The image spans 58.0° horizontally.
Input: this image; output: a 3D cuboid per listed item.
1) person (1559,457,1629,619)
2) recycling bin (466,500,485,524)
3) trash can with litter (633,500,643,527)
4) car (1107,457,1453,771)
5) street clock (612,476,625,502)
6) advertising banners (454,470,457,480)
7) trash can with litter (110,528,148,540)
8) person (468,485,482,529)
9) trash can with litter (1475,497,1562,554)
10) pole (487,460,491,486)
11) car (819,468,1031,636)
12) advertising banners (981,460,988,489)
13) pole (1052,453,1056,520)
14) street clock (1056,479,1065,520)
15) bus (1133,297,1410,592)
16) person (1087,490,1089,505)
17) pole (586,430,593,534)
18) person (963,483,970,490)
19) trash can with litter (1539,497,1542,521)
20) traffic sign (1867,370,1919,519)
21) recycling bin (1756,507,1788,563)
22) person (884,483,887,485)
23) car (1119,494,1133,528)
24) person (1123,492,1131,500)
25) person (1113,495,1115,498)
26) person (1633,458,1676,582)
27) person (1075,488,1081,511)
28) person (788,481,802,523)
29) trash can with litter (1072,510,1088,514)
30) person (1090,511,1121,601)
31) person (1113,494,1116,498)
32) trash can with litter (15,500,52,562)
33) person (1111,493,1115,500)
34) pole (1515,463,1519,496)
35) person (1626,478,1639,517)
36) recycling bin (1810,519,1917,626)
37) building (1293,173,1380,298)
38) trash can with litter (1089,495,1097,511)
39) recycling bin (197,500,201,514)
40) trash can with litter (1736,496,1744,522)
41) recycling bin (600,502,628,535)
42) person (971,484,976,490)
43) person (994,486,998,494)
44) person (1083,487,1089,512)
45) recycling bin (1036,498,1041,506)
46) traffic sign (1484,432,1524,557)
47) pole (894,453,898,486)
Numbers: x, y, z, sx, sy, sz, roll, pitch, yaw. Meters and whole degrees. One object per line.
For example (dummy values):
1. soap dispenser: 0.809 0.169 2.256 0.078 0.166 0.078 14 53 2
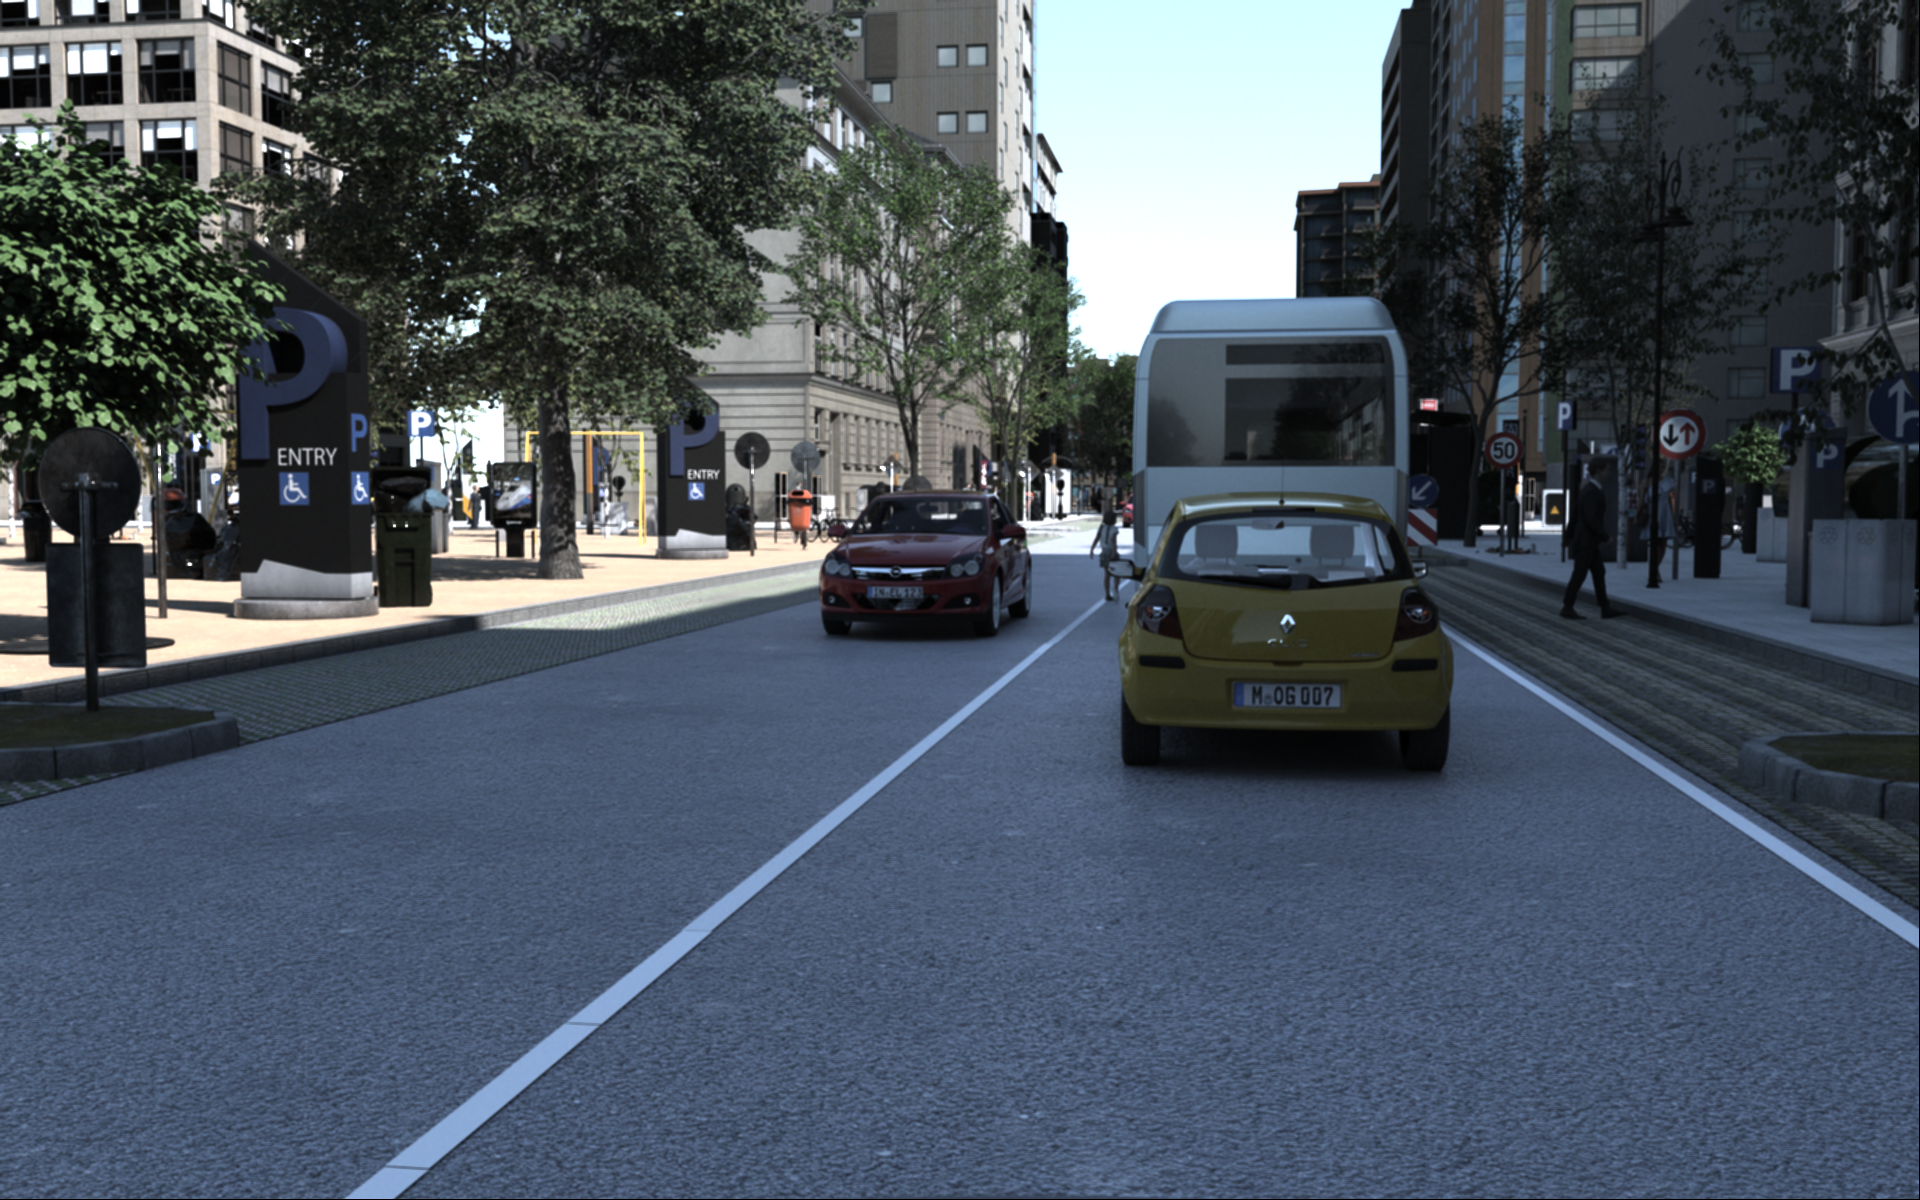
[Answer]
1. person: 7.233 -0.699 19.704 0.755 1.850 0.659 1 4 17
2. recycling bin: -20.796 -3.780 74.361 0.722 1.027 0.722 -1 4 -21
3. trash can with litter: -12.463 -3.493 68.500 0.624 1.170 1.055 1 4 21
4. car: 1.870 -0.015 10.473 2.015 1.641 3.980 0 4 7
5. street clock: -13.767 -3.998 69.943 0.471 2.002 0.358 1 4 18
6. advertising banners: -35.388 -7.866 124.793 2.074 3.025 0.090 0 4 -3
7. trash can with litter: -23.873 -2.311 48.845 2.233 1.210 1.678 3 4 38
8. person: -18.223 -3.429 64.982 0.534 1.772 0.576 0 4 -5
9. trash can with litter: 12.072 -1.635 37.790 1.678 1.210 2.233 0 4 2
10. pole: -28.020 -6.686 103.158 0.158 3.312 0.155 0 3 0
11. car: -0.292 -0.603 18.900 2.155 1.783 4.494 1 4 9
12. advertising banners: 0.643 -5.579 87.399 2.074 3.025 0.090 -3 4 -39
13. pole: 4.667 -5.647 86.164 0.158 3.312 0.155 0 3 0
14. street clock: 4.931 -4.924 85.077 0.358 2.002 0.471 2 4 30
15. bus: 3.964 -1.710 22.824 2.948 3.499 13.247 1 4 9
16. person: 15.154 -12.209 205.675 0.705 1.821 1.348 1 4 8
17. pole: -11.751 -3.736 54.927 0.158 3.312 0.155 0 3 0
18. person: 0.339 -4.899 86.006 0.638 1.841 0.748 -1 4 -15
19. trash can with litter: 27.813 -4.287 81.478 1.055 1.170 0.624 3 5 39
20. traffic sign: 9.767 -1.091 17.944 0.768 2.556 0.104 1 4 11
21. recycling bin: 15.550 -1.230 32.669 0.722 1.027 0.722 -2 4 -35
22. person: -3.555 -4.717 83.432 0.678 1.792 0.850 3 5 41
23. car: 7.947 -4.003 74.486 2.155 1.783 4.494 0 4 8
24. person: 17.633 -10.669 180.570 1.348 1.812 0.705 -1 4 -15
25. person: 15.832 -10.902 184.250 1.348 1.831 0.705 -1 4 -19
26. person: 10.159 -1.175 25.344 0.616 1.811 0.778 1 4 12
27. person: 8.929 -7.573 130.131 0.793 1.790 0.793 1 4 10
28. person: -6.829 -4.091 73.057 0.853 1.813 0.709 -2 4 -34
29. trash can with litter: 6.950 -6.146 111.547 1.678 1.210 2.233 -1 4 -16
30. person: 1.944 -0.593 23.208 0.505 1.210 0.382 2 4 31
31. person: 14.799 -9.508 162.317 0.721 1.723 1.217 -3 5 -42
32. trash can with litter: -17.595 -1.320 32.969 0.624 1.170 1.055 -2 4 -25
33. person: 14.337 -9.648 164.311 1.217 1.766 0.721 0 4 -3
34. pole: 24.252 -4.996 75.521 0.158 3.312 0.155 0 3 0
35. person: 18.594 -2.526 48.180 0.563 1.720 0.643 3 4 37
36. recycling bin: 9.000 -0.288 17.256 0.722 1.027 0.722 -3 4 -38
37. building: 59.014 -35.735 238.885 28.867 44.769 22.147 1 4 9
38. trash can with litter: 10.304 -7.437 132.645 1.678 1.210 2.233 1 4 19
39. recycling bin: -32.334 -3.778 74.331 0.722 1.027 0.722 -2 4 -27
40. trash can with litter: 36.228 -4.199 80.040 0.624 1.170 1.055 1 4 16
41. recycling bin: -10.828 -2.551 54.258 0.722 1.027 0.722 0 4 3
42. person: 0.538 -3.345 63.293 0.635 1.810 0.391 -1 4 -15
43. person: 2.148 -6.045 105.451 0.480 1.755 0.524 1 4 11
44. person: 8.869 -7.115 122.630 0.793 1.790 0.793 0 4 4
45. recycling bin: 5.162 -6.594 120.369 0.722 1.027 0.722 -1 4 -19
46. traffic sign: 11.101 -2.159 35.410 0.768 2.556 0.104 1 4 12
47. pole: -3.203 -5.663 86.437 0.158 3.312 0.155 0 3 0
